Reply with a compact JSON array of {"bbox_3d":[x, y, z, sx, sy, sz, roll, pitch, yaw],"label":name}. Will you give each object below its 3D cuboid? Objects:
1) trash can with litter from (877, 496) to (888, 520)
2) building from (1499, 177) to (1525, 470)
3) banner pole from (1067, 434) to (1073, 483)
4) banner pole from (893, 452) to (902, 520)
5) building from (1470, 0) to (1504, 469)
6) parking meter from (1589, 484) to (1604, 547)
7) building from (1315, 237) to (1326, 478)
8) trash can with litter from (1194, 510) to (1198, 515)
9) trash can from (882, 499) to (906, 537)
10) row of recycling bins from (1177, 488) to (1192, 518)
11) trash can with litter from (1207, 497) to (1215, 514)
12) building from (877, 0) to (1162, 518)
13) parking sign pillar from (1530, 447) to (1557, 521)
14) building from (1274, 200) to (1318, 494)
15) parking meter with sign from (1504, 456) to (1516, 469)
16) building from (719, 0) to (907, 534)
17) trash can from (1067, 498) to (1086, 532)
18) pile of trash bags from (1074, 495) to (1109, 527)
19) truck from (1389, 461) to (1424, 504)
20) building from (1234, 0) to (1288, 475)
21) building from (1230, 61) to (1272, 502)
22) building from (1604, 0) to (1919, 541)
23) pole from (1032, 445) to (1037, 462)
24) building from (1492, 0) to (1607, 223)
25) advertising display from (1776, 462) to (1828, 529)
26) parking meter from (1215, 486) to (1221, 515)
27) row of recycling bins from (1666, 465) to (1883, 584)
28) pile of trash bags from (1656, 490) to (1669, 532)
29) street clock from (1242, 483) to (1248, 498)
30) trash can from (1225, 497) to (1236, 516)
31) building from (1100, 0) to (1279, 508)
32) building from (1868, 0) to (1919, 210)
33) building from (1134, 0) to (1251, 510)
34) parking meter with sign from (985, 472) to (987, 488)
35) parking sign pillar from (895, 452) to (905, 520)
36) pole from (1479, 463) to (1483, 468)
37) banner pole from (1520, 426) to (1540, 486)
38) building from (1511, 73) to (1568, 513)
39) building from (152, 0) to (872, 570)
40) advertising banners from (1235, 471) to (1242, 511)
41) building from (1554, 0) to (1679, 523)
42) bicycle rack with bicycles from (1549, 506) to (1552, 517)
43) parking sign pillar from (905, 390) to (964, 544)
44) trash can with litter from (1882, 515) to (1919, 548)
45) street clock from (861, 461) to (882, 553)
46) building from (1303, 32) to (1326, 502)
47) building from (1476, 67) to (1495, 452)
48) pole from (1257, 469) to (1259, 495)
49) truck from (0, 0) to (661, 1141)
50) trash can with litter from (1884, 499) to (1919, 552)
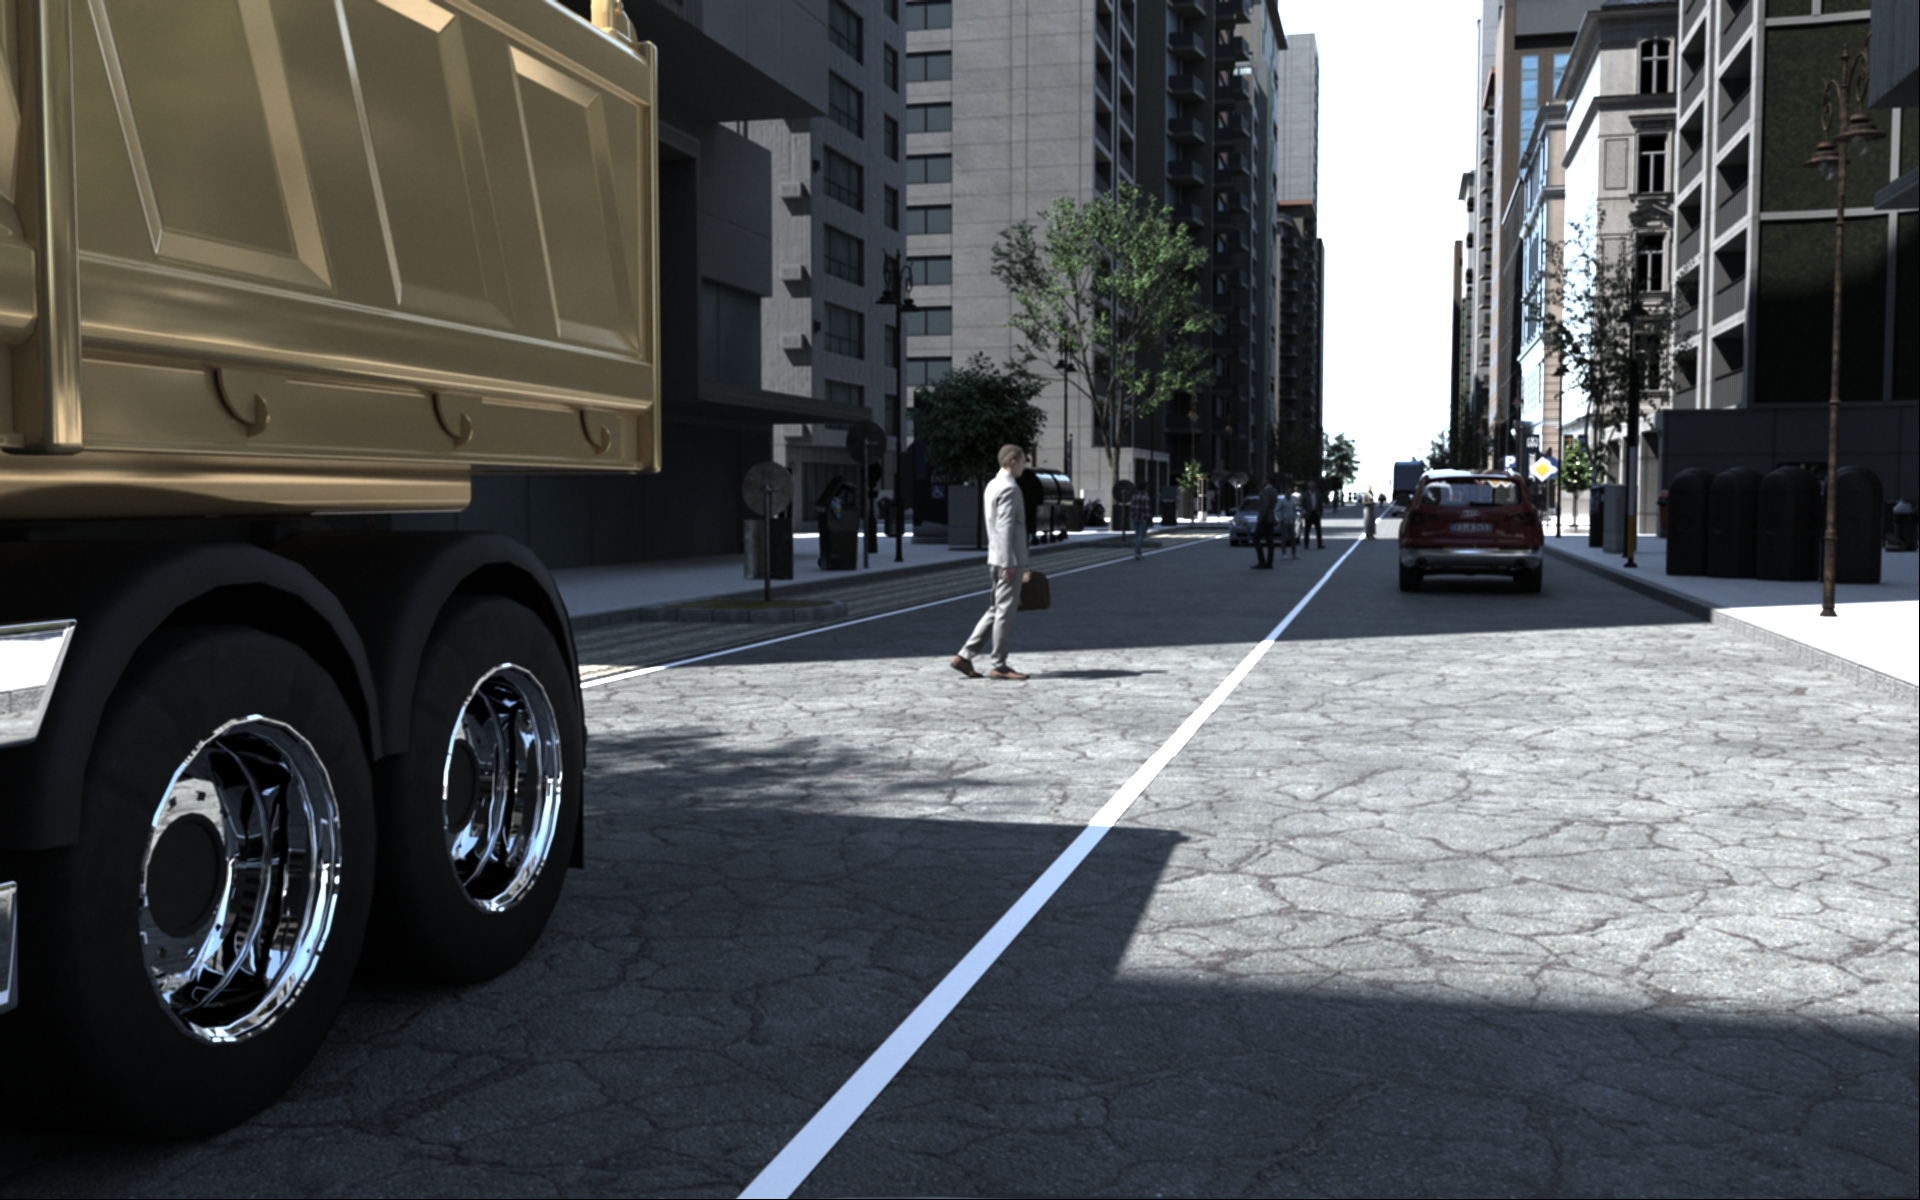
[{"bbox_3d":[-4.059,-4.589,86.424,1.055,1.170,0.624,2,4,26],"label":"trash can with litter"},{"bbox_3d":[49.824,-20.821,133.929,14.314,27.812,24.014,1,4,14],"label":"building"},{"bbox_3d":[4.563,-5.028,72.217,0.401,3.779,0.863,-1,4,-11],"label":"banner pole"},{"bbox_3d":[-3.110,-5.937,87.094,0.863,3.779,0.401,-1,4,-19],"label":"banner pole"},{"bbox_3d":[70.572,-40.322,201.260,21.231,58.520,28.212,1,4,14],"label":"building"},{"bbox_3d":[15.408,-2.044,41.831,0.372,1.533,0.369,0,3,0],"label":"parking meter"},{"bbox_3d":[54.433,-39.375,293.894,14.600,45.320,14.200,1,4,14],"label":"building"},{"bbox_3d":[14.285,-5.852,107.068,1.055,1.170,0.624,-2,4,-25],"label":"trash can with litter"},{"bbox_3d":[-1.958,-2.450,51.712,0.748,1.137,0.748,0,3,0],"label":"trash can"},{"bbox_3d":[11.827,-5.249,92.933,1.069,1.692,3.534,0,4,-5],"label":"row of recycling bins"},{"bbox_3d":[15.975,-6.018,109.780,0.624,1.170,1.055,-3,5,-43],"label":"trash can with litter"},{"bbox_3d":[1.745,-40.573,101.628,20.563,71.187,20.611,1,4,14],"label":"building"},{"bbox_3d":[27.261,-5.712,81.858,1.447,3.967,1.447,-3,5,-41],"label":"parking sign pillar"},{"bbox_3d":[40.478,-36.587,252.815,22.147,44.769,28.867,1,4,14],"label":"building"},{"bbox_3d":[24.874,-5.001,78.026,0.543,3.016,1.738,1,4,10],"label":"parking meter with sign"},{"bbox_3d":[-9.697,-17.801,62.746,14.107,30.474,14.160,1,4,14],"label":"building"},{"bbox_3d":[3.863,-2.853,58.307,0.748,1.137,0.748,0,3,0],"label":"trash can"},{"bbox_3d":[4.644,-3.618,68.906,1.912,1.369,3.447,-1,4,-10],"label":"pile of trash bags"},{"bbox_3d":[35.064,-8.871,134.800,2.967,4.110,18.799,1,4,13],"label":"truck"},{"bbox_3d":[19.011,-36.288,182.555,28.713,52.752,27.495,1,4,14],"label":"building"},{"bbox_3d":[21.099,-29.183,160.734,14.154,41.232,14.086,1,4,14],"label":"building"},{"bbox_3d":[31.327,-37.414,49.965,20.563,71.187,20.611,1,4,14],"label":"building"},{"bbox_3d":[3.009,-4.672,70.236,0.158,3.312,0.155,0,3,0],"label":"pole"},{"bbox_3d":[54.730,-30.799,153.678,14.600,45.320,14.200,1,4,14],"label":"building"},{"bbox_3d":[16.937,-1.814,34.870,0.974,1.923,0.123,2,4,26],"label":"advertising display"},{"bbox_3d":[15.918,-6.191,106.926,0.399,1.863,0.255,0,4,6],"label":"parking meter"},{"bbox_3d":[12.212,-1.166,26.171,1.069,1.692,3.534,-2,4,-28],"label":"row of recycling bins"},{"bbox_3d":[16.895,-1.755,38.454,3.447,1.369,1.912,-1,4,-22],"label":"pile of trash bags"},{"bbox_3d":[18.493,-6.591,112.330,0.358,2.002,0.471,3,4,37],"label":"street clock"},{"bbox_3d":[15.643,-5.415,100.187,0.748,1.137,0.748,0,3,0],"label":"trash can"},{"bbox_3d":[28.913,-46.850,204.249,20.563,71.187,20.611,1,4,14],"label":"building"},{"bbox_3d":[27.181,-26.120,16.295,28.713,52.752,27.495,1,4,14],"label":"building"},{"bbox_3d":[10.664,-29.356,134.587,22.147,44.769,28.867,1,4,14],"label":"building"},{"bbox_3d":[1.825,-4.443,68.902,1.738,3.016,0.543,-1,4,-18],"label":"parking meter with sign"},{"bbox_3d":[-2.437,-5.881,84.632,1.447,3.967,1.447,3,5,43],"label":"parking sign pillar"},{"bbox_3d":[33.832,-7.259,112.533,0.158,3.312,0.155,0,3,0],"label":"pole"},{"bbox_3d":[20.801,-4.494,63.491,0.863,3.779,0.401,1,4,23],"label":"banner pole"},{"bbox_3d":[43.528,-19.947,112.034,13.634,28.700,20.117,1,4,14],"label":"building"},{"bbox_3d":[-18.181,-26.691,25.640,28.713,52.752,27.495,1,4,14],"label":"building"},{"bbox_3d":[21.142,-8.258,131.200,0.090,3.025,2.074,1,4,23],"label":"advertising banners"},{"bbox_3d":[51.025,-18.529,79.359,44.131,29.872,17.030,1,4,14],"label":"building"},{"bbox_3d":[31.234,-5.038,95.748,2.925,0.926,2.852,-1,4,-11],"label":"bicycle rack with bicycles"},{"bbox_3d":[-0.559,-3.447,44.828,1.447,3.967,1.447,0,4,5],"label":"parking sign pillar"},{"bbox_3d":[22.811,-1.862,41.508,2.233,1.210,1.678,-1,4,-9],"label":"trash can with litter"},{"bbox_3d":[-1.923,-2.022,37.629,0.358,2.002,0.471,2,4,33],"label":"street clock"},{"bbox_3d":[48.467,-51.215,275.615,20.563,71.187,20.611,1,4,14],"label":"building"},{"bbox_3d":[63.871,-31.765,173.987,22.147,44.769,28.867,1,4,14],"label":"building"},{"bbox_3d":[24.413,-9.057,141.926,0.158,3.312,0.155,0,3,0],"label":"pole"},{"bbox_3d":[-3.324,-0.361,1.819,3.469,3.379,9.791,1,4,12],"label":"truck"},{"bbox_3d":[21.073,-1.665,38.611,1.055,1.170,0.624,-3,5,-42],"label":"trash can with litter"}]
